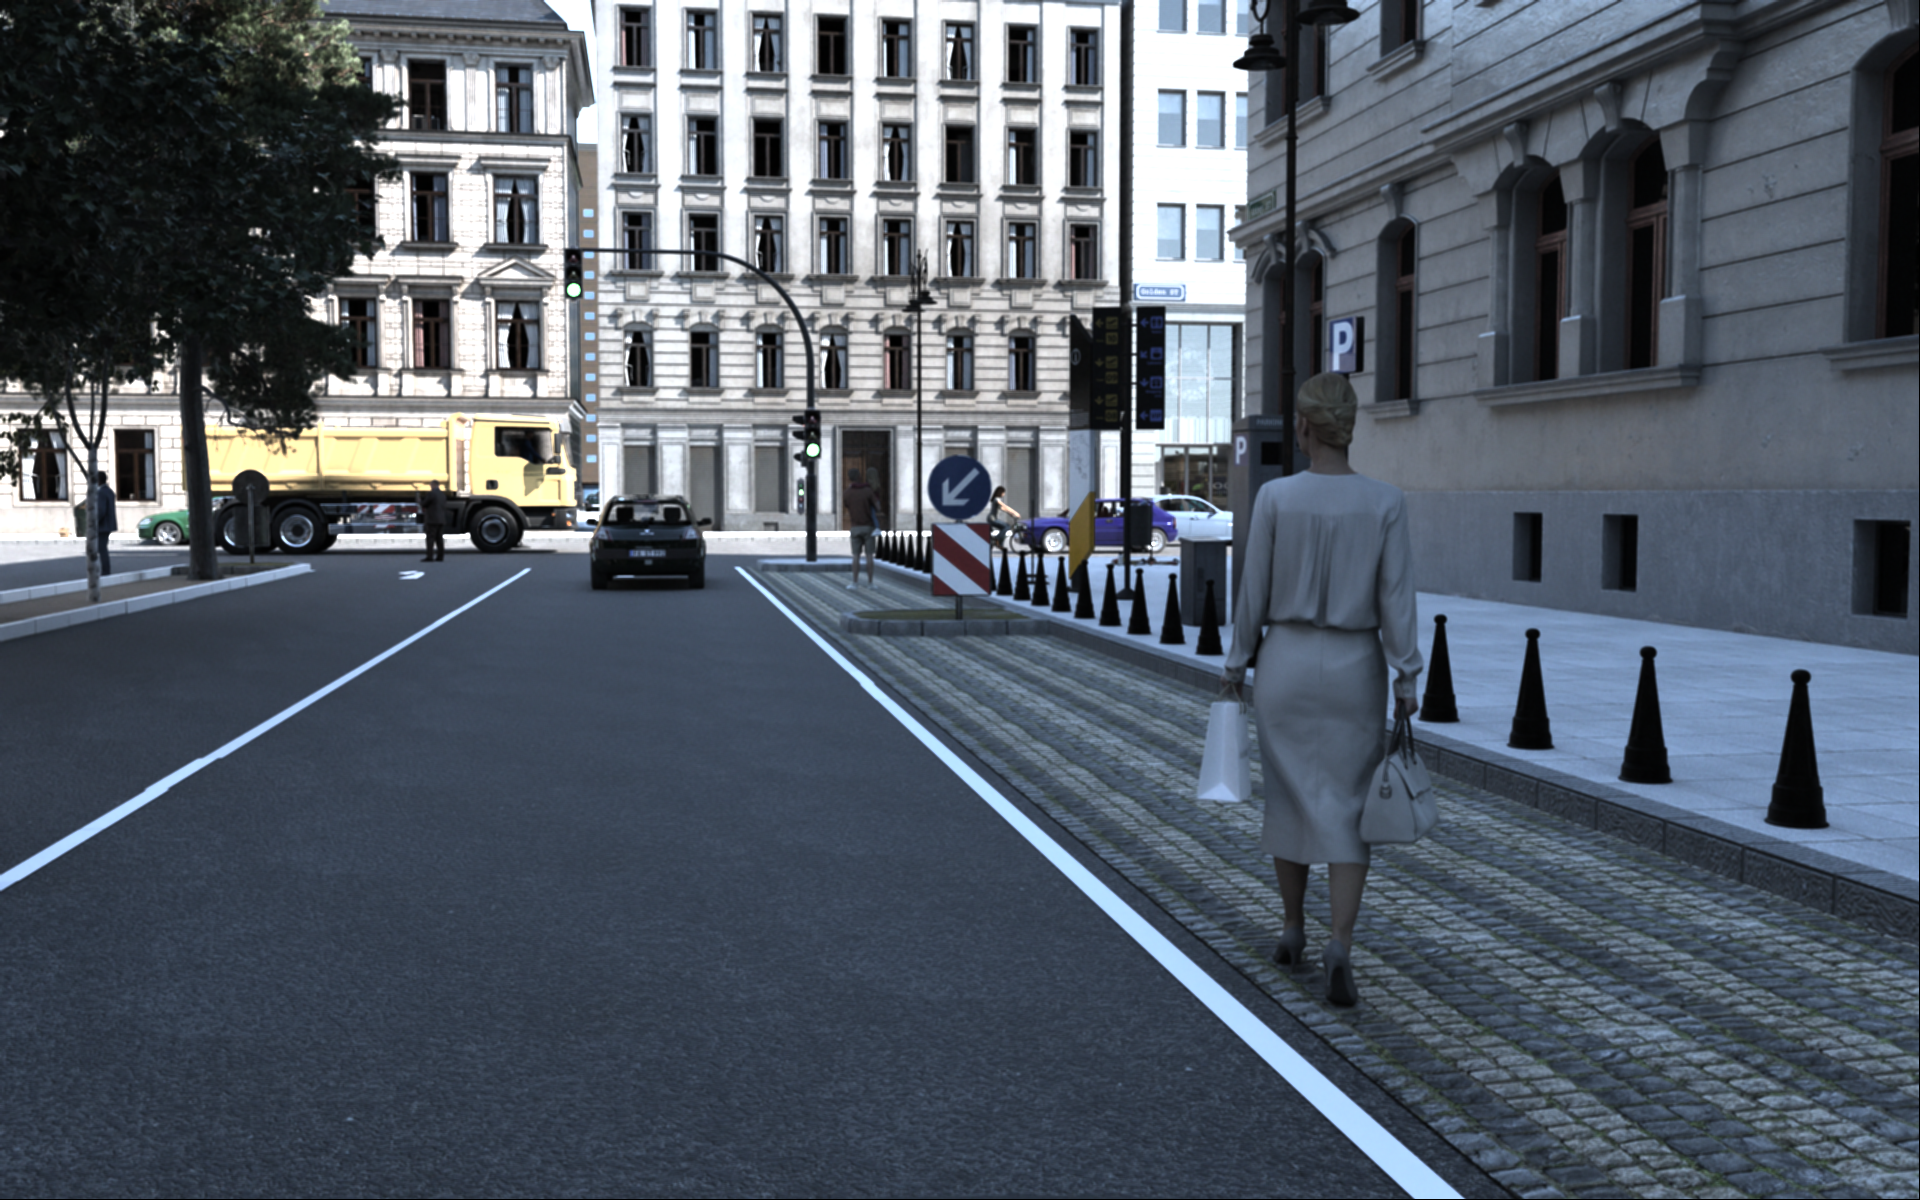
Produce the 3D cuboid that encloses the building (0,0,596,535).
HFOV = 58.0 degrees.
[{"bbox_3d":[-22.554,-11.950,60.003,19.286,19.102,10.561,-1,4,-10],"label":"building"}]

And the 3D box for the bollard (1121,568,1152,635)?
[{"bbox_3d":[1.645,0.009,15.890,0.229,0.601,0.229,0,3,0],"label":"bollard"}]

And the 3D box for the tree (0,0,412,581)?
[{"bbox_3d":[-12.673,-6.357,28.456,6.751,12.117,7.091,0,3,0],"label":"tree"}]

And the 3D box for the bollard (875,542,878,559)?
[{"bbox_3d":[-1.577,-1.111,34.204,0.229,0.601,0.229,0,3,0],"label":"bollard"}]

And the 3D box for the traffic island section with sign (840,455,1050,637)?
[{"bbox_3d":[-0.234,-0.590,18.277,1.989,1.847,2.006,-1,4,-10],"label":"traffic island section with sign"}]

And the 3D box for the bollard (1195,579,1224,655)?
[{"bbox_3d":[1.999,0.133,13.862,0.229,0.601,0.229,0,3,0],"label":"bollard"}]

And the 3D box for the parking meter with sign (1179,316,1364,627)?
[{"bbox_3d":[3.043,-1.270,17.030,1.738,3.016,0.543,-1,4,-17],"label":"parking meter with sign"}]

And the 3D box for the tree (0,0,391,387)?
[{"bbox_3d":[-10.520,-5.884,15.664,9.611,12.733,9.660,0,3,0],"label":"tree"}]

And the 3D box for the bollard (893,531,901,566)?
[{"bbox_3d":[-1.040,-0.925,31.159,0.229,0.601,0.229,0,3,0],"label":"bollard"}]

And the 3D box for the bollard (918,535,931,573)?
[{"bbox_3d":[-0.504,-0.738,28.107,0.229,0.601,0.229,0,3,0],"label":"bollard"}]

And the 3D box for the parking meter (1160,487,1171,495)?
[{"bbox_3d":[6.947,-3.067,58.554,0.372,1.533,0.369,0,3,0],"label":"parking meter"}]

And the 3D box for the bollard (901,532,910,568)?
[{"bbox_3d":[-0.860,-0.862,30.129,0.229,0.601,0.229,0,3,0],"label":"bollard"}]

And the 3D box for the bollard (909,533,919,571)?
[{"bbox_3d":[-0.680,-0.800,29.118,0.229,0.601,0.229,0,3,0],"label":"bollard"}]

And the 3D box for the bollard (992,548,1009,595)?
[{"bbox_3d":[0.570,-0.365,22.011,0.229,0.601,0.229,0,3,0],"label":"bollard"}]

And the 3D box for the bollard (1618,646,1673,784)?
[{"bbox_3d":[3.074,0.507,7.751,0.229,0.601,0.229,0,3,0],"label":"bollard"}]

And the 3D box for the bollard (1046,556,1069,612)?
[{"bbox_3d":[1.109,-0.177,18.935,0.229,0.601,0.229,0,3,0],"label":"bollard"}]

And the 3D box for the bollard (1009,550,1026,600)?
[{"bbox_3d":[0.754,-0.302,20.974,0.229,0.601,0.229,0,3,0],"label":"bollard"}]

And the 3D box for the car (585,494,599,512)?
[{"bbox_3d":[-28.103,-7.608,134.171,2.009,1.686,4.222,-1,4,-8],"label":"car"}]

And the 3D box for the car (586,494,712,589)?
[{"bbox_3d":[-4.944,-1.086,27.544,2.009,1.686,4.222,-1,4,-9],"label":"car"}]

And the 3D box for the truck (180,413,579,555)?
[{"bbox_3d":[-13.497,-2.835,42.275,9.791,3.379,3.469,-1,4,-11],"label":"truck"}]

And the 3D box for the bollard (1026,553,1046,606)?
[{"bbox_3d":[0.928,-0.240,19.963,0.229,0.601,0.229,0,3,0],"label":"bollard"}]

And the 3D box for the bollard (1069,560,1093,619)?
[{"bbox_3d":[1.290,-0.115,17.917,0.229,0.601,0.229,0,3,0],"label":"bollard"}]

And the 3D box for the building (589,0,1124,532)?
[{"bbox_3d":[-3.976,-13.061,62.704,18.267,20.994,9.793,-1,4,-10],"label":"building"}]

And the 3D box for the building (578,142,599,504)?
[{"bbox_3d":[-49.411,-34.822,219.449,14.200,45.320,14.600,-1,4,-10],"label":"building"}]

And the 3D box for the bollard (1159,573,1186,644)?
[{"bbox_3d":[1.826,0.071,14.874,0.229,0.601,0.229,0,3,0],"label":"bollard"}]

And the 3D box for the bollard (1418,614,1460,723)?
[{"bbox_3d":[2.716,0.381,9.806,0.229,0.601,0.229,0,3,0],"label":"bollard"}]

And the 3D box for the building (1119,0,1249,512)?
[{"bbox_3d":[19.551,-17.732,67.419,29.804,29.767,11.434,-1,4,-10],"label":"building"}]

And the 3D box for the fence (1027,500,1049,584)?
[{"bbox_3d":[1.076,-0.886,25.685,0.480,1.192,2.264,0,4,2],"label":"fence"}]

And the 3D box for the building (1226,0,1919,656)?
[{"bbox_3d":[12.786,-14.174,19.139,14.401,28.519,23.554,-1,4,-10],"label":"building"}]

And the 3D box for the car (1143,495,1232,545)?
[{"bbox_3d":[6.282,-2.209,48.114,4.499,1.417,2.014,-1,4,-11],"label":"car"}]

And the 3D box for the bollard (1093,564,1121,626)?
[{"bbox_3d":[1.466,-0.053,16.901,0.229,0.601,0.229,0,3,0],"label":"bollard"}]

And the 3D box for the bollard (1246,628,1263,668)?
[{"bbox_3d":[2.181,0.195,12.851,0.229,0.601,0.229,0,3,0],"label":"bollard"}]

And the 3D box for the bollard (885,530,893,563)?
[{"bbox_3d":[-1.214,-0.987,32.171,0.229,0.601,0.229,0,3,0],"label":"bollard"}]

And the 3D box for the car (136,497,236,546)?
[{"bbox_3d":[-20.625,-2.272,48.949,4.920,1.459,2.131,-1,4,-10],"label":"car"}]

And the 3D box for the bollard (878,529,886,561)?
[{"bbox_3d":[-1.398,-1.049,33.192,0.229,0.601,0.229,0,3,0],"label":"bollard"}]

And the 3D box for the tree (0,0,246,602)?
[{"bbox_3d":[-11.473,-4.280,22.802,4.360,8.622,3.978,0,3,0],"label":"tree"}]

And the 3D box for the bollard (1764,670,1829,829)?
[{"bbox_3d":[3.257,0.570,6.724,0.229,0.601,0.229,0,3,0],"label":"bollard"}]

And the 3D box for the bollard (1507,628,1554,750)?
[{"bbox_3d":[2.897,0.444,8.778,0.229,0.601,0.229,0,3,0],"label":"bollard"}]

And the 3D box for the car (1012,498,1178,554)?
[{"bbox_3d":[3.276,-1.824,42.396,3.894,1.354,1.945,-1,4,-10],"label":"car"}]
